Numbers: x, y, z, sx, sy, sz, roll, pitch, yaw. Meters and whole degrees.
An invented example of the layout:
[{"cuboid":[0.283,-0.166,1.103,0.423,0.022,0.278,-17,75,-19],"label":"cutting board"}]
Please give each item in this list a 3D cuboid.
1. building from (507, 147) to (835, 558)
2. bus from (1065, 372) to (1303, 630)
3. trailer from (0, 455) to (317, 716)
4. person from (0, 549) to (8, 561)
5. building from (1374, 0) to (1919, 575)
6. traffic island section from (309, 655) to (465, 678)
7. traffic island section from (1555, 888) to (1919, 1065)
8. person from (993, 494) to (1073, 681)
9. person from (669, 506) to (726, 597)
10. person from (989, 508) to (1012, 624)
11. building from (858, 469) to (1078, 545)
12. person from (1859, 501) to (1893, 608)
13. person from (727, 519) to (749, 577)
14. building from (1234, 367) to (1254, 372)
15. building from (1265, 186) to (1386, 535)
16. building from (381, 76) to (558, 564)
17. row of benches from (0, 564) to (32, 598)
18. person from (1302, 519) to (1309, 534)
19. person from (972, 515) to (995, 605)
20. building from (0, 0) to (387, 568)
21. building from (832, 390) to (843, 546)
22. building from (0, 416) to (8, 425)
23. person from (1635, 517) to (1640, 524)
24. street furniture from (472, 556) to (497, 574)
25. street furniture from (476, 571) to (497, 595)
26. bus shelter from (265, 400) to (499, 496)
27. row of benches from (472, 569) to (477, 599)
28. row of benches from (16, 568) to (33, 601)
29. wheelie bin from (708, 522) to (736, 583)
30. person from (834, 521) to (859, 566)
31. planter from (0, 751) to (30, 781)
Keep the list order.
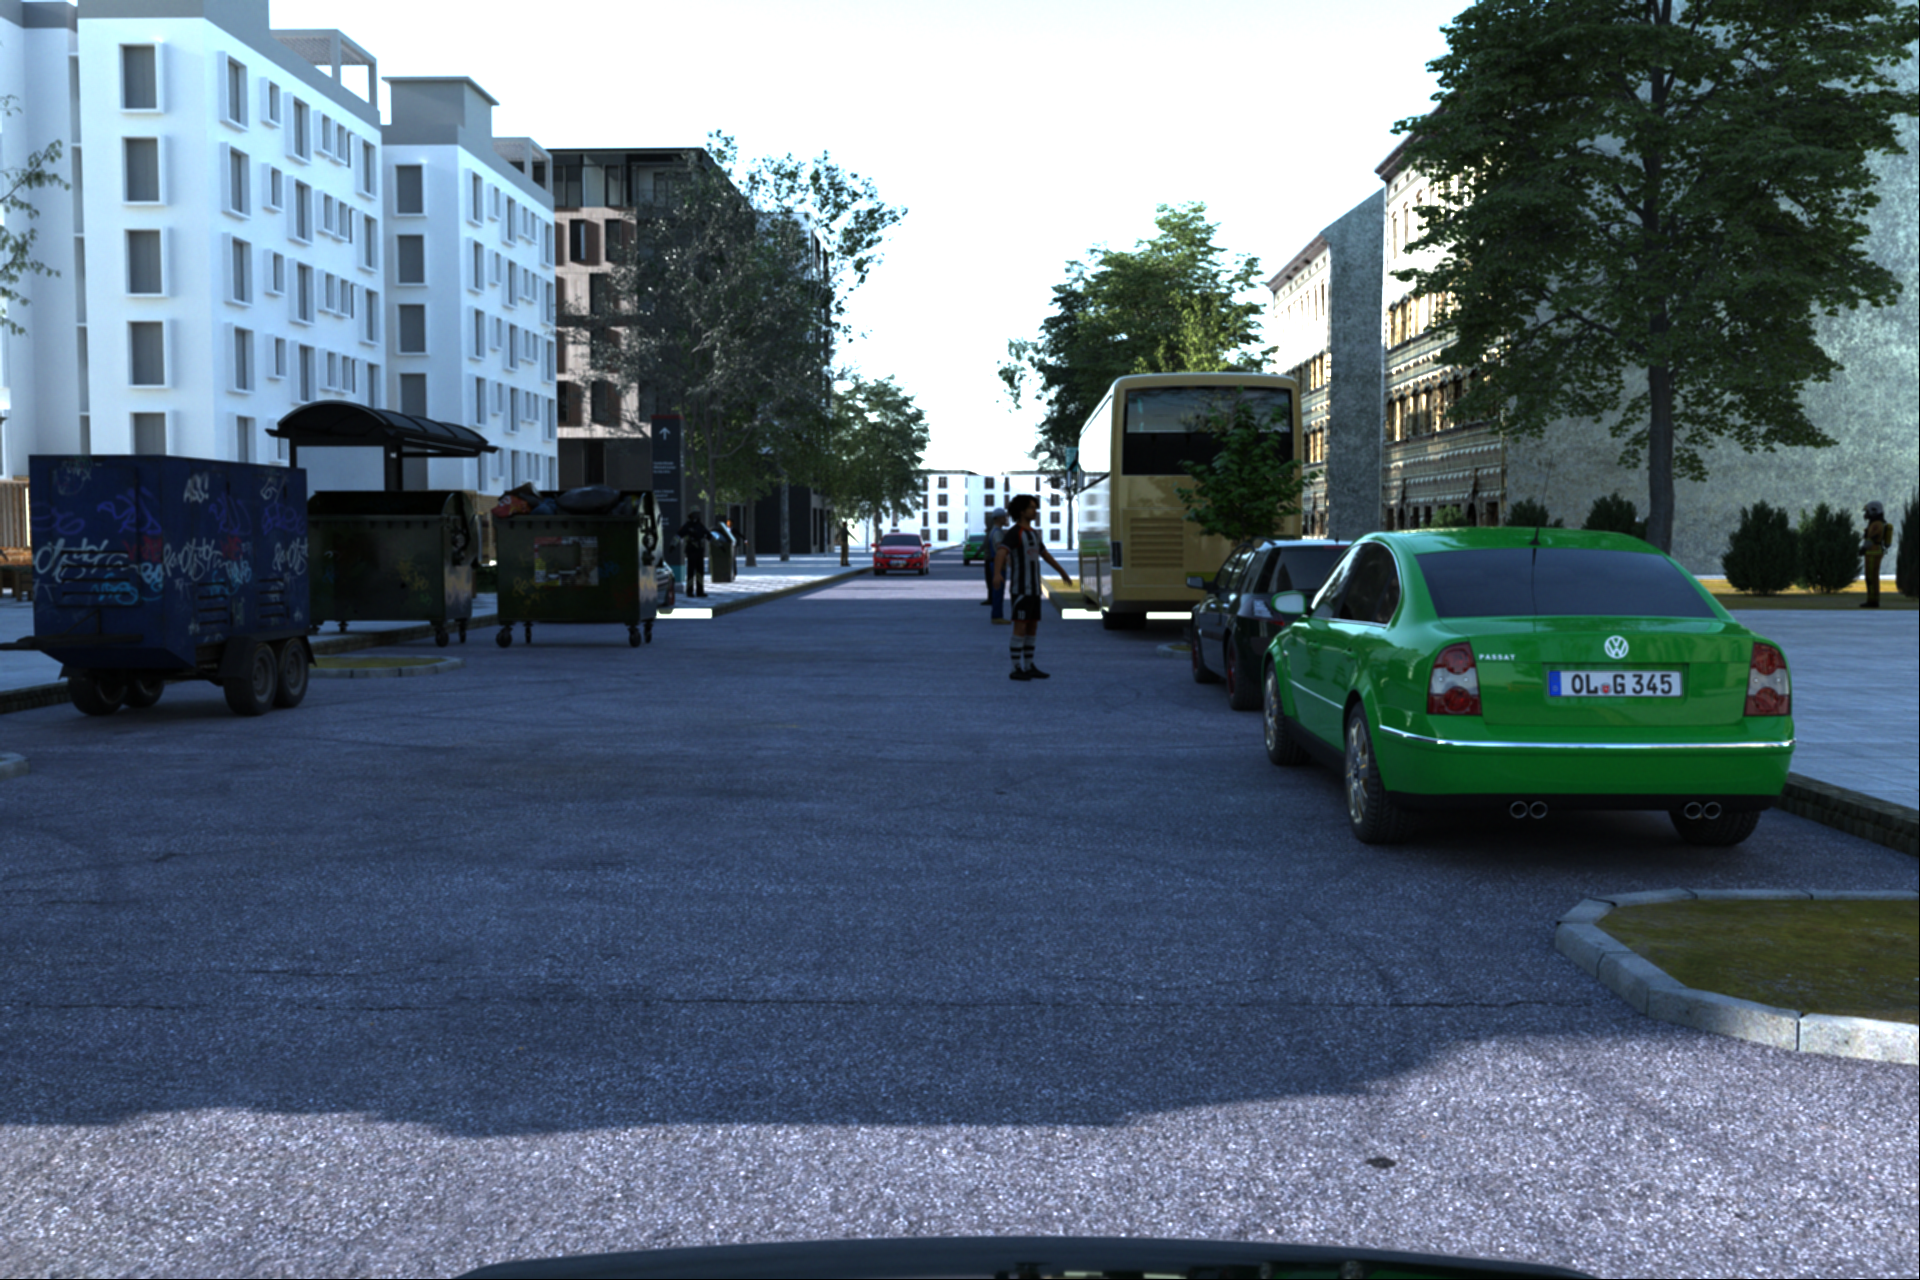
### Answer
[{"cuboid":[-23.506,-16.177,108.463,27.936,21.610,32.646,0,4,2],"label":"building"},{"cuboid":[3.404,-2.277,28.775,2.896,3.916,12.252,0,4,2],"label":"bus"},{"cuboid":[-6.213,-0.379,13.246,1.471,1.999,3.904,0,4,1],"label":"trailer"},{"cuboid":[-13.097,-0.969,22.598,1.215,1.744,0.721,-3,5,-43],"label":"person"},{"cuboid":[26.599,-14.175,62.683,19.493,23.208,18.063,0,4,2],"label":"building"},{"cuboid":[-6.336,0.285,18.205,1.991,0.108,1.994,0,4,2],"label":"traffic island section"},{"cuboid":[3.044,1.057,5.593,1.991,0.108,1.994,0,4,1],"label":"traffic island section"},{"cuboid":[0.667,-0.518,17.078,0.704,1.843,1.345,2,4,35],"label":"person"},{"cuboid":[-5.386,-1.806,35.313,1.354,1.856,0.705,-3,5,-43],"label":"person"},{"cuboid":[0.647,-1.181,27.617,0.705,1.847,1.347,0,4,-7],"label":"person"},{"cuboid":[1.281,-17.116,224.446,28.070,9.664,9.099,1,4,11],"label":"building"},{"cuboid":[15.912,-1.497,30.239,0.705,1.858,1.354,2,4,34],"label":"person"},{"cuboid":[-6.954,-2.785,52.256,1.216,1.740,0.721,0,4,7],"label":"person"},{"cuboid":[26.848,-21.306,204.776,16.016,20.090,11.380,0,4,1],"label":"building"},{"cuboid":[27.926,-16.190,95.627,19.493,23.208,18.063,0,4,1],"label":"building"},{"cuboid":[-25.174,-13.253,73.114,16.016,20.090,11.380,0,4,0],"label":"building"},{"cuboid":[-19.457,-1.246,35.831,1.422,0.672,4.104,0,4,6],"label":"row of benches"},{"cuboid":[9.928,-2.723,50.740,0.704,1.802,1.346,-1,4,-22],"label":"person"},{"cuboid":[0.607,-1.618,35.045,0.705,1.813,1.348,1,4,23],"label":"person"},{"cuboid":[-27.976,-12.189,55.714,16.016,20.090,11.380,0,4,1],"label":"building"},{"cuboid":[-22.708,-21.679,185.373,19.493,23.208,18.063,0,4,2],"label":"building"},{"cuboid":[-27.768,-12.486,20.794,14.369,24.946,33.146,0,4,2],"label":"building"},{"cuboid":[19.297,-2.648,49.753,1.216,1.772,0.721,-3,4,-36],"label":"person"},{"cuboid":[-14.763,-1.939,47.329,10.072,0.657,5.734,-2,4,-30],"label":"street furniture"},{"cuboid":[-12.848,-1.442,39.195,10.072,0.657,5.734,0,4,1],"label":"street furniture"},{"cuboid":[-9.471,-2.146,29.003,2.014,3.302,5.546,0,4,1],"label":"bus shelter"},{"cuboid":[-11.701,-1.148,34.240,4.104,0.672,1.422,-1,4,-14],"label":"row of benches"},{"cuboid":[-15.983,-1.108,33.584,4.104,0.672,1.422,-1,4,-9],"label":"row of benches"},{"cuboid":[-6.275,-2.303,45.560,0.693,1.594,0.980,0,4,2],"label":"wheelie bin"},{"cuboid":[-4.606,-3.867,69.497,1.348,1.796,0.705,3,5,42],"label":"person"},{"cuboid":[-6.567,0.688,9.894,1.991,0.319,1.994,0,4,1],"label":"planter"}]
